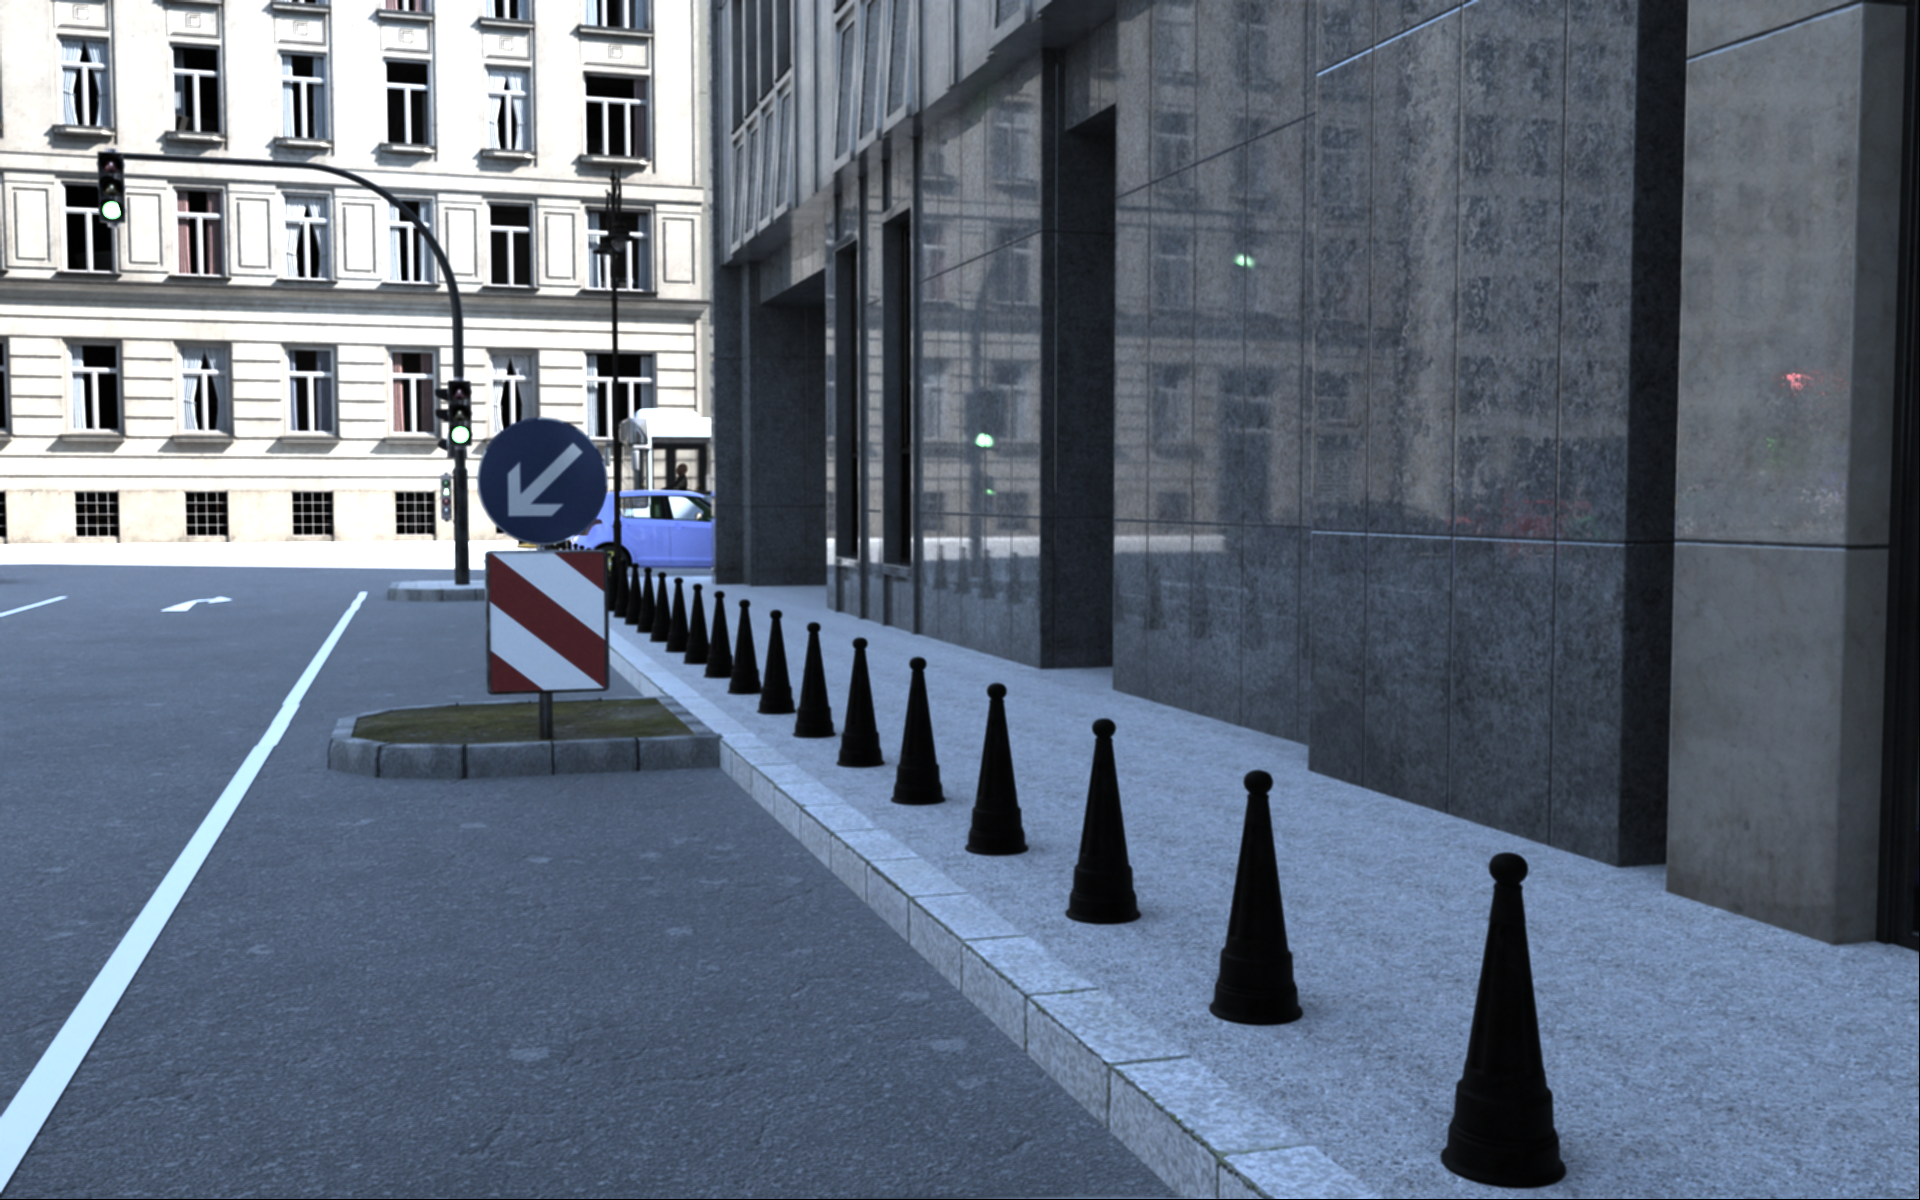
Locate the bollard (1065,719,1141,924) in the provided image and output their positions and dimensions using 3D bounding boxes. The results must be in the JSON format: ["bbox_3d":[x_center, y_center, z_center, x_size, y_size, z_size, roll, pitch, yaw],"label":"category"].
[{"bbox_3d":[0.436,0.660,5.257,0.229,0.601,0.229,0,3,0],"label":"bollard"}]

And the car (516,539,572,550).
[{"bbox_3d":[-8.477,-1.883,41.015,3.980,1.641,2.015,-1,4,-19],"label":"car"}]

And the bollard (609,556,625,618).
[{"bbox_3d":[-3.508,-0.124,18.071,0.229,0.601,0.229,0,3,0],"label":"bollard"}]

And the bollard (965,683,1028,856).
[{"bbox_3d":[0.132,0.600,6.238,0.229,0.601,0.229,0,3,0],"label":"bollard"}]

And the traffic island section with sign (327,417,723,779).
[{"bbox_3d":[-2.480,-0.066,9.701,1.989,1.847,2.006,-1,4,-17],"label":"traffic island section with sign"}]

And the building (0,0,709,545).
[{"bbox_3d":[-22.947,-13.310,50.895,30.059,22.955,16.112,-1,4,-17],"label":"building"}]

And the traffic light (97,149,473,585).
[{"bbox_3d":[-9.070,-3.001,23.730,4.771,5.953,1.251,-1,4,-17],"label":"traffic light"}]

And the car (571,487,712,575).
[{"bbox_3d":[-4.722,-1.211,29.387,3.694,1.707,1.945,-1,4,-17],"label":"car"}]

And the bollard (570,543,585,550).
[{"bbox_3d":[-5.017,-0.425,22.991,0.229,0.601,0.229,0,3,0],"label":"bollard"}]

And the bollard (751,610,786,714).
[{"bbox_3d":[-1.079,0.359,10.179,0.229,0.601,0.229,0,3,0],"label":"bollard"}]

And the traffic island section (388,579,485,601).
[{"bbox_3d":[-7.054,-0.142,24.606,2.009,0.180,2.903,-1,4,-17],"label":"traffic island section"}]

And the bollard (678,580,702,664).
[{"bbox_3d":[-1.989,0.177,13.145,0.229,0.601,0.229,0,3,0],"label":"bollard"}]

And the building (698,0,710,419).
[{"bbox_3d":[-30.648,-31.931,145.767,21.300,48.544,21.600,-1,4,-17],"label":"building"}]

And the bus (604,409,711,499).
[{"bbox_3d":[-1.535,-2.600,37.365,13.247,3.499,2.948,-1,4,-16],"label":"bus"}]

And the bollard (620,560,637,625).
[{"bbox_3d":[-3.200,-0.063,17.080,0.229,0.601,0.229,0,3,0],"label":"bollard"}]

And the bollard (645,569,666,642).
[{"bbox_3d":[-2.595,0.057,15.107,0.229,0.601,0.229,0,3,0],"label":"bollard"}]

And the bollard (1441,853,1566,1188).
[{"bbox_3d":[1.038,0.780,3.294,0.229,0.601,0.229,0,3,0],"label":"bollard"}]

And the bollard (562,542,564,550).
[{"bbox_3d":[-5.626,-0.546,24.971,0.229,0.601,0.229,0,3,0],"label":"bollard"}]

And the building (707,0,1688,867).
[{"bbox_3d":[5.086,-12.135,16.429,12.078,24.808,19.932,-1,4,-17],"label":"building"}]

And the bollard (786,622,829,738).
[{"bbox_3d":[-0.775,0.419,9.198,0.229,0.601,0.229,0,3,0],"label":"bollard"}]

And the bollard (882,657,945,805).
[{"bbox_3d":[-0.175,0.539,7.234,0.229,0.601,0.229,0,3,0],"label":"bollard"}]

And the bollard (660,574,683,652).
[{"bbox_3d":[-2.292,0.117,14.126,0.229,0.601,0.229,0,3,0],"label":"bollard"}]

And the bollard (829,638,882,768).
[{"bbox_3d":[-0.473,0.479,8.217,0.229,0.601,0.229,0,3,0],"label":"bollard"}]

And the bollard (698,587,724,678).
[{"bbox_3d":[-1.687,0.237,12.164,0.229,0.601,0.229,0,3,0],"label":"bollard"}]

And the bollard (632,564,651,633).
[{"bbox_3d":[-2.896,-0.003,16.093,0.229,0.601,0.229,0,3,0],"label":"bollard"}]

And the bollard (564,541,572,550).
[{"bbox_3d":[-5.317,-0.485,23.973,0.229,0.601,0.229,0,3,0],"label":"bollard"}]

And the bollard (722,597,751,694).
[{"bbox_3d":[-1.389,0.297,11.181,0.229,0.601,0.229,0,3,0],"label":"bollard"}]

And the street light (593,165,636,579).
[{"bbox_3d":[-4.927,-3.179,24.766,0.468,5.910,1.993,-1,4,-17],"label":"street light"}]

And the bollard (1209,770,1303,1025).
[{"bbox_3d":[0.733,0.720,4.275,0.229,0.601,0.229,0,3,0],"label":"bollard"}]
